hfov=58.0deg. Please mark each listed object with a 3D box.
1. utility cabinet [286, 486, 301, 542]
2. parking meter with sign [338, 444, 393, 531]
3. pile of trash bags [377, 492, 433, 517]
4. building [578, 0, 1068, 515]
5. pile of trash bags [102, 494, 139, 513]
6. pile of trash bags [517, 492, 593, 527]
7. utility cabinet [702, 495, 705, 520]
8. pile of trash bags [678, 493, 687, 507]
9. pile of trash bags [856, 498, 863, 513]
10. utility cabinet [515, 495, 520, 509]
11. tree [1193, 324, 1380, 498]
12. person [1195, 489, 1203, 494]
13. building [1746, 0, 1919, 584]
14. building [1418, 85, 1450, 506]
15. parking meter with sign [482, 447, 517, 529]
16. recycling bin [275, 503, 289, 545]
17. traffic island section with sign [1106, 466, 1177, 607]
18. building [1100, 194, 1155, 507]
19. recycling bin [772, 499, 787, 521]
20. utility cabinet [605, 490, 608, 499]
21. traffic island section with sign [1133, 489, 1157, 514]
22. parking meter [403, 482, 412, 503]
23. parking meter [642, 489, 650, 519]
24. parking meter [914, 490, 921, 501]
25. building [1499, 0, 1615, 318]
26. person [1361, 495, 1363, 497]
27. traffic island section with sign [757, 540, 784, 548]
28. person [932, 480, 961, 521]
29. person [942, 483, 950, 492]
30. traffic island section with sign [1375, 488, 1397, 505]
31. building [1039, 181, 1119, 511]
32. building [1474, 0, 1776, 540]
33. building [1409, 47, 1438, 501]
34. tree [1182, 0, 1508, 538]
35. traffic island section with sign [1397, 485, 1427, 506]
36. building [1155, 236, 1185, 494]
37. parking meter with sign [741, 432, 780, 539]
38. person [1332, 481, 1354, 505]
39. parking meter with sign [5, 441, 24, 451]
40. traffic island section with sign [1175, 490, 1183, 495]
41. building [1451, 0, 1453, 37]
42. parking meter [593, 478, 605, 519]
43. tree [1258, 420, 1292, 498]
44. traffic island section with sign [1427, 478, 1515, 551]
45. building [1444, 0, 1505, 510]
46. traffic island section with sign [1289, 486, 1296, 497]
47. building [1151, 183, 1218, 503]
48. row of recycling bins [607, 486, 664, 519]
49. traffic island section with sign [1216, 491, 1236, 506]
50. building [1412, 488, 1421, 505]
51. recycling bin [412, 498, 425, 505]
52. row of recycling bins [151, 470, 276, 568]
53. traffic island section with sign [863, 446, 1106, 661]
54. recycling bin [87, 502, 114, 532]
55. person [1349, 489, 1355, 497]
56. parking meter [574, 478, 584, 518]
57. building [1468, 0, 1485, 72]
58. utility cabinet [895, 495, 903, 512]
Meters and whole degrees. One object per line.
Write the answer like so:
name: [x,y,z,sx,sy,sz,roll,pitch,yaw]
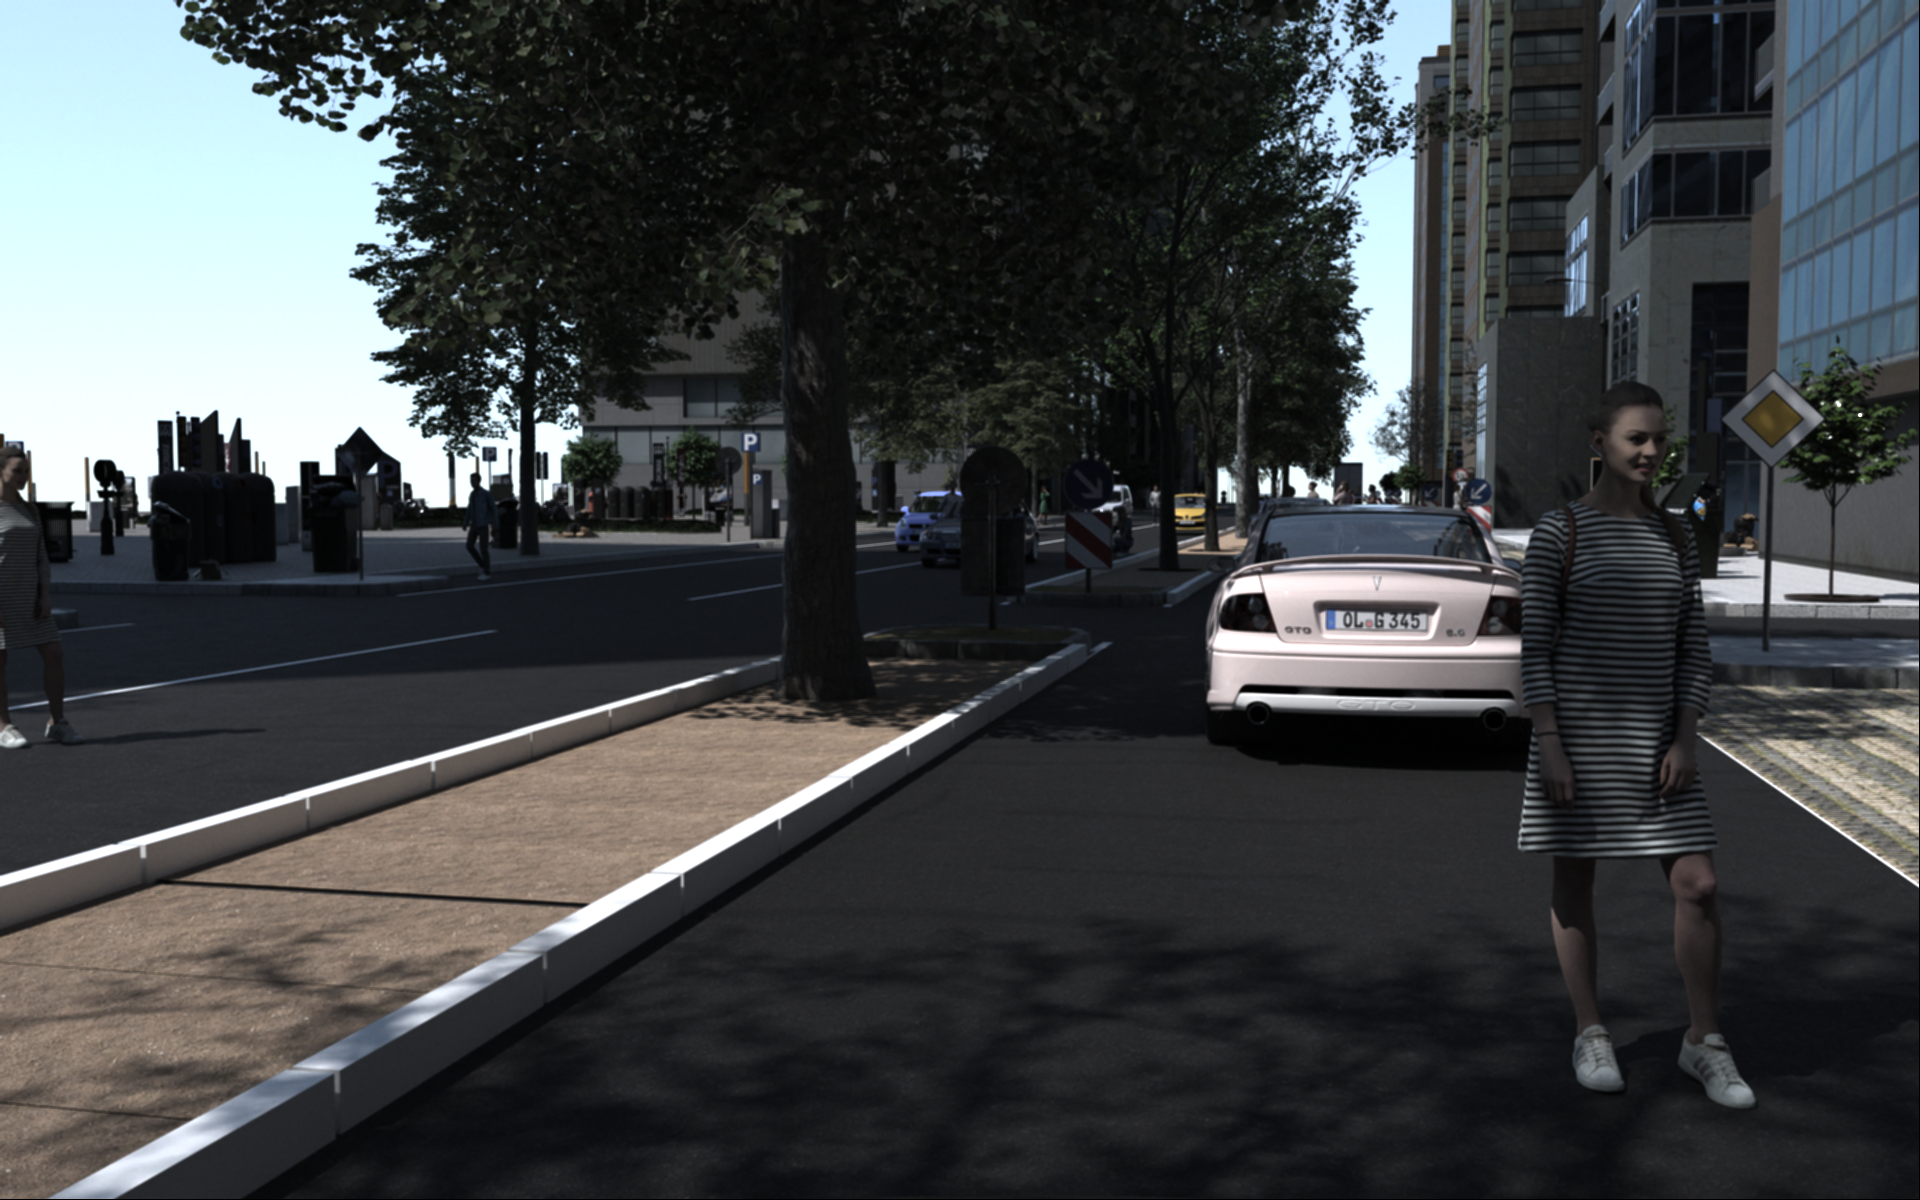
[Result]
utility cabinet: [-17.747,-2.288,46.095,0.318,1.500,1.173,-1,4,-18]
parking meter with sign: [-20.828,-3.944,60.740,1.738,3.016,0.543,0,4,-3]
pile of trash bags: [-23.091,-3.735,70.811,1.912,1.369,3.447,1,4,16]
building: [-7.650,-32.215,115.957,28.713,52.752,27.495,1,4,13]
pile of trash bags: [-51.574,-5.931,106.728,3.447,1.369,1.912,3,5,40]
pile of trash bags: [-15.891,-3.608,68.742,3.447,1.369,1.912,-1,4,-19]
utility cabinet: [-12.305,-4.599,86.363,1.020,1.237,0.306,-2,4,-25]
pile of trash bags: [-18.121,-5.784,104.326,3.447,1.369,1.912,0,4,3]
pile of trash bags: [-6.166,-4.583,84.689,1.912,1.369,3.447,-3,5,-40]
utility cabinet: [-21.370,-4.486,84.508,0.306,1.237,1.020,-3,5,-39]
tree: [17.431,-10.575,92.373,9.611,12.733,9.660,0,3,0]
person: [15.003,-6.091,108.894,0.742,1.727,0.445,3,4,36]
building: [20.839,-22.907,24.648,14.200,45.320,14.600,1,4,13]
building: [57.900,-33.014,189.896,14.600,45.320,14.200,1,4,13]
parking meter with sign: [-16.727,-4.091,63.151,0.543,3.016,1.738,-3,5,-43]
recycling bin: [-17.447,-1.913,43.838,0.722,1.027,0.722,-2,4,-31]
traffic island section with sign: [1.809,-0.914,23.078,2.006,1.907,1.989,1,4,13]
building: [10.413,-24.056,165.023,14.160,30.474,14.107,1,4,13]
recycling bin: [-8.685,-4.316,83.116,0.722,1.027,0.722,3,5,42]
utility cabinet: [-19.465,-5.471,98.126,1.173,1.500,0.318,-2,4,-25]
traffic island section with sign: [12.921,-6.992,122.948,1.989,1.847,2.006,1,4,13]
parking meter: [-26.416,-4.719,82.864,0.399,1.863,0.255,-1,4,-12]
parking meter: [-15.709,-4.790,86.719,0.372,1.533,0.369,0,3,0]
parking meter: [-2.460,-5.592,99.843,0.372,1.533,0.369,0,3,0]
building: [33.948,-19.212,85.818,14.160,30.474,14.107,1,4,13]
person: [56.991,-14.517,246.648,0.742,1.727,0.445,-1,4,-19]
traffic island section with sign: [-4.230,-2.334,46.796,1.989,1.847,2.006,1,4,13]
person: [-0.342,-1.824,38.997,0.731,1.740,0.598,-3,5,-39]
person: [-0.372,-2.940,56.745,0.590,1.801,0.661,0,4,-6]
traffic island section with sign: [35.837,-8.367,145.434,1.989,1.847,2.006,1,4,13]
building: [0.414,-32.067,143.904,23.786,49.044,30.456,1,4,13]
building: [29.464,-45.332,53.856,22.319,86.520,31.000,1,4,13]
building: [71.686,-42.257,232.898,21.231,58.520,28.212,1,4,13]
tree: [10.085,-11.974,54.120,12.611,20.169,13.585,0,3,0]
traffic island section with sign: [18.939,-3.777,70.384,1.989,1.847,2.006,1,4,13]
building: [17.280,-25.686,191.662,14.160,30.474,14.107,1,4,13]
parking meter with sign: [-5.694,-3.278,49.862,0.543,3.016,1.738,1,4,16]
person: [9.515,-2.047,42.552,0.593,1.750,0.643,-2,4,-28]
parking meter with sign: [-30.942,-3.662,56.129,0.543,3.016,1.738,0,4,-7]
traffic island section with sign: [18.919,-8.623,149.609,1.989,1.847,2.006,1,4,13]
building: [53.033,-37.155,149.477,21.231,58.520,28.212,1,4,13]
parking meter: [-13.249,-3.540,63.591,0.399,1.863,0.255,0,4,2]
tree: [15.493,-8.047,84.392,4.737,8.622,4.395,0,3,0]
traffic island section with sign: [13.023,-2.169,44.084,1.989,1.847,2.006,1,4,13]
building: [43.937,-27.316,130.213,14.154,41.232,14.086,1,4,13]
traffic island section with sign: [18.305,-5.398,96.390,2.006,1.907,1.989,1,4,13]
building: [24.365,-42.690,239.981,21.231,58.520,28.212,1,4,13]
row of recycling bins: [-17.005,-5.131,91.002,3.534,1.692,1.069,1,4,21]
traffic island section with sign: [31.038,-11.914,203.427,1.989,1.847,2.006,1,4,13]
building: [70.882,-31.488,206.716,32.217,40.220,23.993,1,4,13]
recycling bin: [-31.918,-5.459,101.815,0.722,1.027,0.722,0,4,6]
row of recycling bins: [-13.649,-1.502,31.671,1.069,1.692,3.534,0,4,4]
traffic island section with sign: [0.173,-0.472,15.853,2.006,1.907,1.989,1,4,13]
recycling bin: [-29.023,-2.808,58.459,0.722,1.027,0.722,-2,4,-34]
person: [24.555,-6.122,109.320,0.721,1.743,1.217,-2,4,-32]
parking meter: [-13.392,-3.375,60.896,0.255,1.863,0.399,0,4,6]
building: [41.578,-28.504,116.148,14.600,45.320,14.200,1,4,13]
utility cabinet: [-3.539,-4.982,92.620,1.020,1.237,0.306,-2,4,-31]
